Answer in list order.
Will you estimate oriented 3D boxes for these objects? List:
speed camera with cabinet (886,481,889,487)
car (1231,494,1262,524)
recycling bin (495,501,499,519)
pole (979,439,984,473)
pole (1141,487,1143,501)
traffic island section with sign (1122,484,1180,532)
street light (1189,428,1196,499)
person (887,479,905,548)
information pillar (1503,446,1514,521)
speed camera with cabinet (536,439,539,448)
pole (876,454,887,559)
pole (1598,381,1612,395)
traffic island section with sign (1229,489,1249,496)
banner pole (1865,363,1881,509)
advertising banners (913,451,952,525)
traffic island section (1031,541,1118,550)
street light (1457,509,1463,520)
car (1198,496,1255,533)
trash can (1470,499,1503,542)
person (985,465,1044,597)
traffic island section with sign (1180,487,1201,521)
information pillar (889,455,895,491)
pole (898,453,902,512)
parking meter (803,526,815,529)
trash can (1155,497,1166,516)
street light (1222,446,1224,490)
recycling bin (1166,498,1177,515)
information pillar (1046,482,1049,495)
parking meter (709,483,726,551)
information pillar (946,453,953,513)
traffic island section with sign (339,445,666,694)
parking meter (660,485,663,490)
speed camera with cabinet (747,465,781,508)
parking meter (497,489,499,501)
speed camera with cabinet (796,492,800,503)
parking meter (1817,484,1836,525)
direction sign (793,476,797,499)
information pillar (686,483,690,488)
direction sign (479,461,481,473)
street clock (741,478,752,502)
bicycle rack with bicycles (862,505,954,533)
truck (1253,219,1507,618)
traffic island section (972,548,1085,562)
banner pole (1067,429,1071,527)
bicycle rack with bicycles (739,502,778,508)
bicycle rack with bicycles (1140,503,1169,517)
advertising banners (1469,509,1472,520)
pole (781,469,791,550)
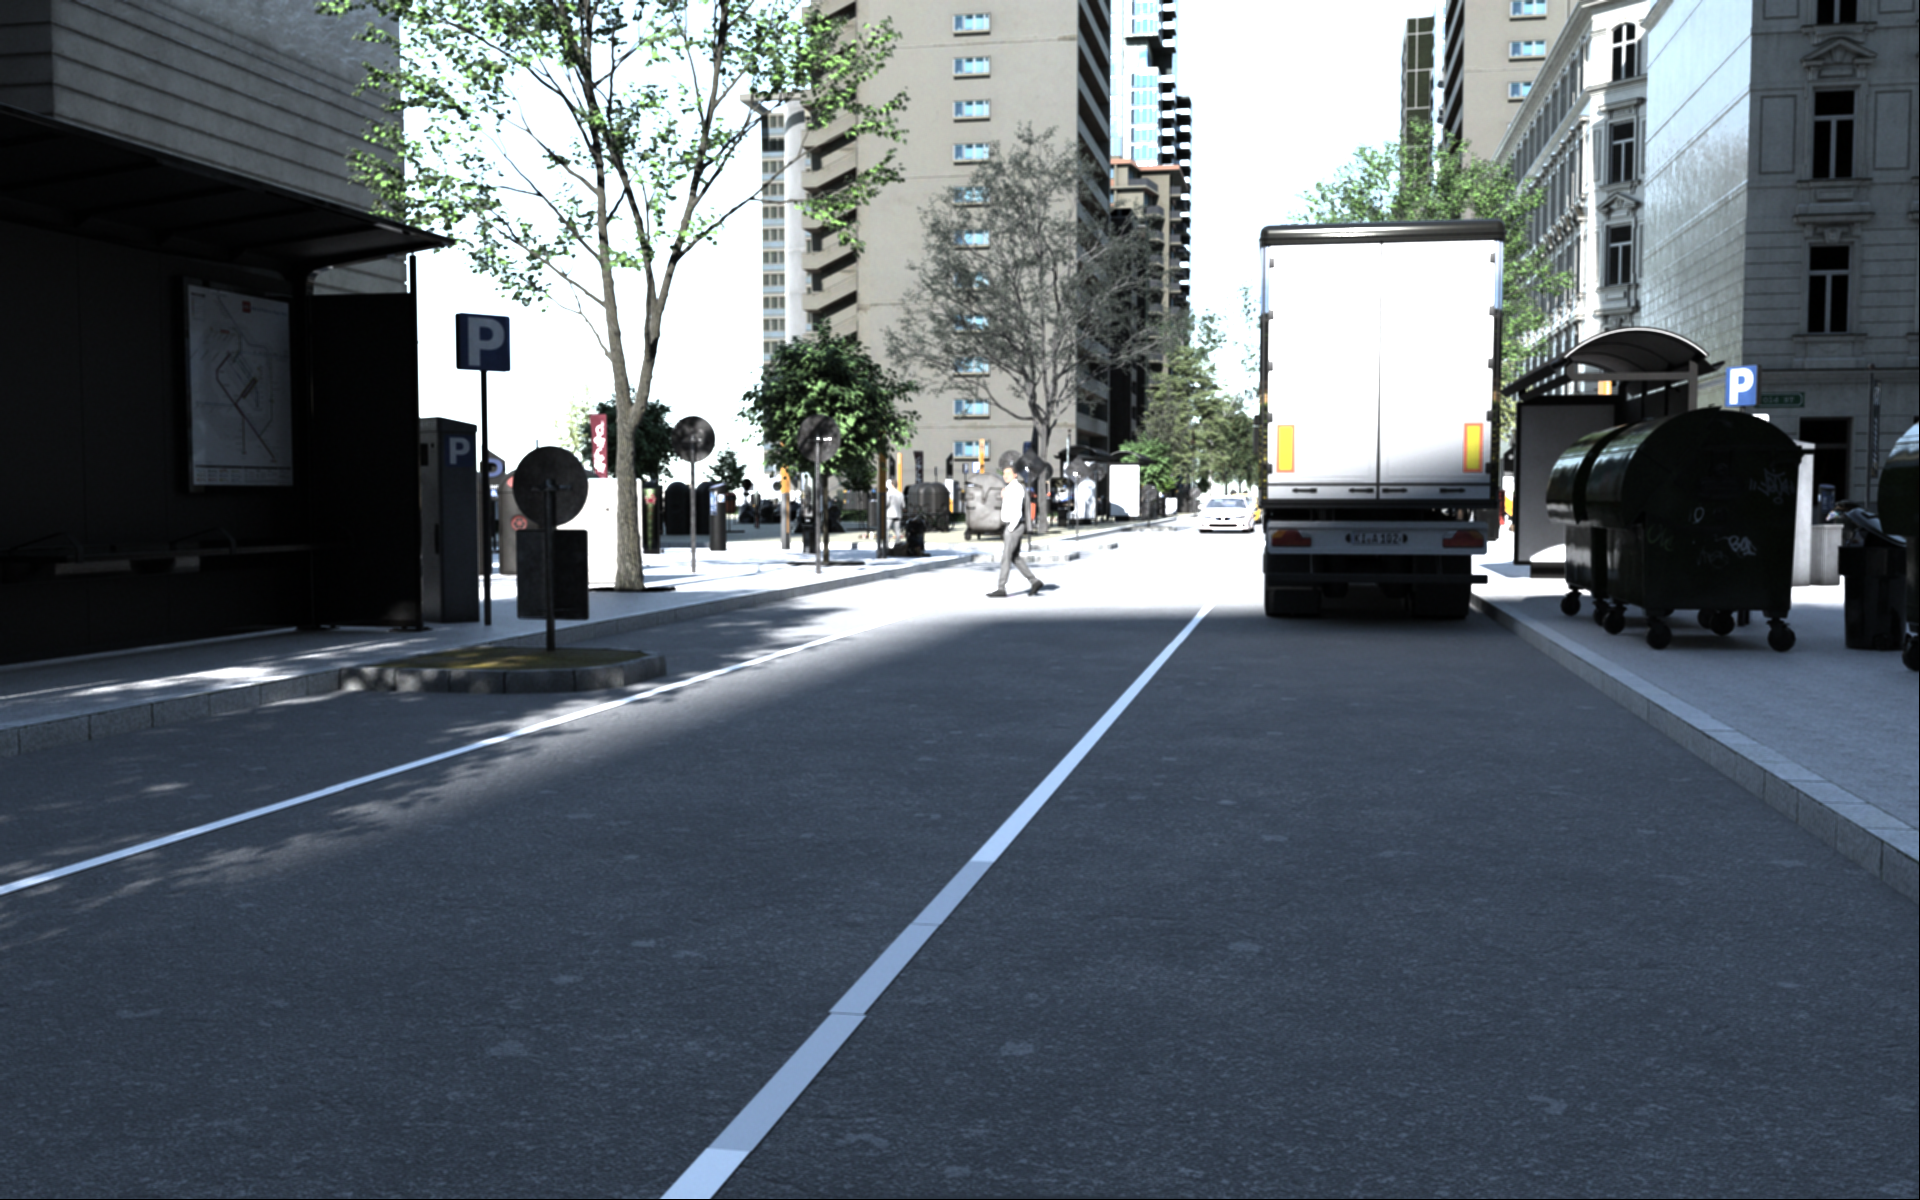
[{"bbox_3d":[-4.725,-7.723,120.600,0.660,3.252,2.038,1,4,18],"label":"speed camera with cabinet"},{"bbox_3d":[13.587,-4.456,83.072,2.015,1.641,3.980,1,4,12],"label":"car"},{"bbox_3d":[-16.826,-3.011,61.790,0.722,1.027,0.722,3,5,43],"label":"recycling bin"},{"bbox_3d":[0.800,-4.321,64.492,0.158,3.312,0.155,0,3,0],"label":"pole"},{"bbox_3d":[11.396,-6.973,107.844,0.158,3.312,0.155,0,3,0],"label":"pole"},{"bbox_3d":[7.340,-3.565,66.917,1.989,1.847,2.006,1,4,11],"label":"traffic island section with sign"},{"bbox_3d":[16.343,-9.098,121.538,0.468,5.910,1.993,1,4,11],"label":"street light"},{"bbox_3d":[-1.713,-2.125,43.444,0.606,1.804,0.583,-3,5,-40],"label":"person"},{"bbox_3d":[26.435,-5.630,83.411,0.504,3.616,0.183,1,4,17],"label":"information pillar"},{"bbox_3d":[-14.432,-4.150,62.189,2.038,3.252,0.660,0,4,-2],"label":"speed camera with cabinet"},{"bbox_3d":[-1.543,-2.459,34.041,0.158,3.312,0.155,0,3,0],"label":"pole"},{"bbox_3d":[10.937,-2.178,29.461,0.158,3.312,0.155,0,3,0],"label":"pole"},{"bbox_3d":[22.738,-8.253,143.567,1.989,1.847,2.006,1,4,11],"label":"traffic island section with sign"},{"bbox_3d":[17.563,-2.650,33.339,0.401,3.779,0.863,3,5,43],"label":"banner pole"},{"bbox_3d":[-1.130,-4.576,71.001,2.074,3.025,0.090,-3,5,-42],"label":"advertising banners"},{"bbox_3d":[3.067,-1.428,45.631,2.009,0.180,2.903,1,4,11],"label":"traffic island section"},{"bbox_3d":[10.303,-3.839,35.549,0.468,5.910,1.993,1,4,11],"label":"street light"},{"bbox_3d":[10.019,-3.211,64.857,2.083,1.381,4.827,1,4,13],"label":"car"},{"bbox_3d":[14.323,-2.161,46.992,0.748,1.137,0.748,0,3,0],"label":"trash can"},{"bbox_3d":[0.752,-0.951,24.156,0.850,1.850,0.679,-1,4,-9],"label":"person"},{"bbox_3d":[12.891,-5.253,94.518,1.989,1.847,2.006,1,4,11],"label":"traffic island section with sign"},{"bbox_3d":[-3.968,-6.719,101.211,0.183,3.616,0.504,2,4,35],"label":"information pillar"},{"bbox_3d":[-2.998,-5.681,86.726,0.158,3.312,0.155,0,3,0],"label":"pole"},{"bbox_3d":[-4.510,-2.643,51.620,0.372,1.533,0.369,0,3,0],"label":"parking meter"},{"bbox_3d":[11.587,-5.403,99.986,0.748,1.137,0.748,0,3,0],"label":"trash can"},{"bbox_3d":[25.060,-11.750,164.907,0.468,5.910,1.993,1,4,11],"label":"street light"},{"bbox_3d":[13.015,-5.809,107.533,0.722,1.027,0.722,-1,4,-10],"label":"recycling bin"},{"bbox_3d":[5.227,-6.167,105.319,0.304,2.012,0.304,-1,4,-10],"label":"information pillar"},{"bbox_3d":[-5.450,-1.869,38.976,0.372,1.533,0.369,0,3,0],"label":"parking meter"},{"bbox_3d":[-0.592,-6.525,98.034,0.183,3.616,0.504,3,5,42],"label":"information pillar"},{"bbox_3d":[-3.391,-0.293,13.424,1.989,1.847,2.006,1,4,11],"label":"traffic island section with sign"},{"bbox_3d":[-18.738,-6.263,108.114,0.399,1.863,0.255,2,4,34],"label":"parking meter"},{"bbox_3d":[-11.143,-6.376,98.588,2.038,3.252,0.660,-1,4,-20],"label":"speed camera with cabinet"},{"bbox_3d":[-18.677,-3.800,70.546,0.372,1.533,0.369,0,3,0],"label":"parking meter"},{"bbox_3d":[-10.344,-7.537,117.559,0.660,3.252,2.038,2,4,26],"label":"speed camera with cabinet"},{"bbox_3d":[21.143,-2.071,42.276,0.372,1.533,0.369,0,3,0],"label":"parking meter"},{"bbox_3d":[-9.743,-6.749,102.337,0.379,3.537,0.876,-1,4,-16],"label":"direction sign"},{"bbox_3d":[-18.476,-6.953,118.179,0.304,2.012,0.304,1,4,13],"label":"information pillar"},{"bbox_3d":[-33.070,-7.822,119.881,0.379,3.537,0.876,0,4,7],"label":"direction sign"},{"bbox_3d":[-9.791,-4.583,79.508,0.471,2.002,0.358,-1,4,-12],"label":"street clock"},{"bbox_3d":[-1.487,-2.752,58.380,2.925,0.926,2.852,2,4,26],"label":"bicycle rack with bicycles"},{"bbox_3d":[5.327,-2.107,23.371,2.839,4.237,11.283,1,4,10],"label":"truck"},{"bbox_3d":[1.494,-0.949,37.801,2.009,0.180,2.903,1,4,11],"label":"traffic island section"},{"bbox_3d":[4.179,-4.694,66.762,0.401,3.779,0.863,0,4,-5],"label":"banner pole"},{"bbox_3d":[-10.932,-5.032,95.647,2.852,0.926,2.925,1,4,10],"label":"bicycle rack with bicycles"},{"bbox_3d":[10.219,-5.089,96.587,2.925,0.926,2.852,1,4,11],"label":"bicycle rack with bicycles"},{"bbox_3d":[24.314,-5.484,85.847,2.074,3.025,0.090,2,4,23],"label":"advertising banners"},{"bbox_3d":[-4.003,-2.805,39.697,0.158,3.312,0.155,0,3,0],"label":"pole"}]
